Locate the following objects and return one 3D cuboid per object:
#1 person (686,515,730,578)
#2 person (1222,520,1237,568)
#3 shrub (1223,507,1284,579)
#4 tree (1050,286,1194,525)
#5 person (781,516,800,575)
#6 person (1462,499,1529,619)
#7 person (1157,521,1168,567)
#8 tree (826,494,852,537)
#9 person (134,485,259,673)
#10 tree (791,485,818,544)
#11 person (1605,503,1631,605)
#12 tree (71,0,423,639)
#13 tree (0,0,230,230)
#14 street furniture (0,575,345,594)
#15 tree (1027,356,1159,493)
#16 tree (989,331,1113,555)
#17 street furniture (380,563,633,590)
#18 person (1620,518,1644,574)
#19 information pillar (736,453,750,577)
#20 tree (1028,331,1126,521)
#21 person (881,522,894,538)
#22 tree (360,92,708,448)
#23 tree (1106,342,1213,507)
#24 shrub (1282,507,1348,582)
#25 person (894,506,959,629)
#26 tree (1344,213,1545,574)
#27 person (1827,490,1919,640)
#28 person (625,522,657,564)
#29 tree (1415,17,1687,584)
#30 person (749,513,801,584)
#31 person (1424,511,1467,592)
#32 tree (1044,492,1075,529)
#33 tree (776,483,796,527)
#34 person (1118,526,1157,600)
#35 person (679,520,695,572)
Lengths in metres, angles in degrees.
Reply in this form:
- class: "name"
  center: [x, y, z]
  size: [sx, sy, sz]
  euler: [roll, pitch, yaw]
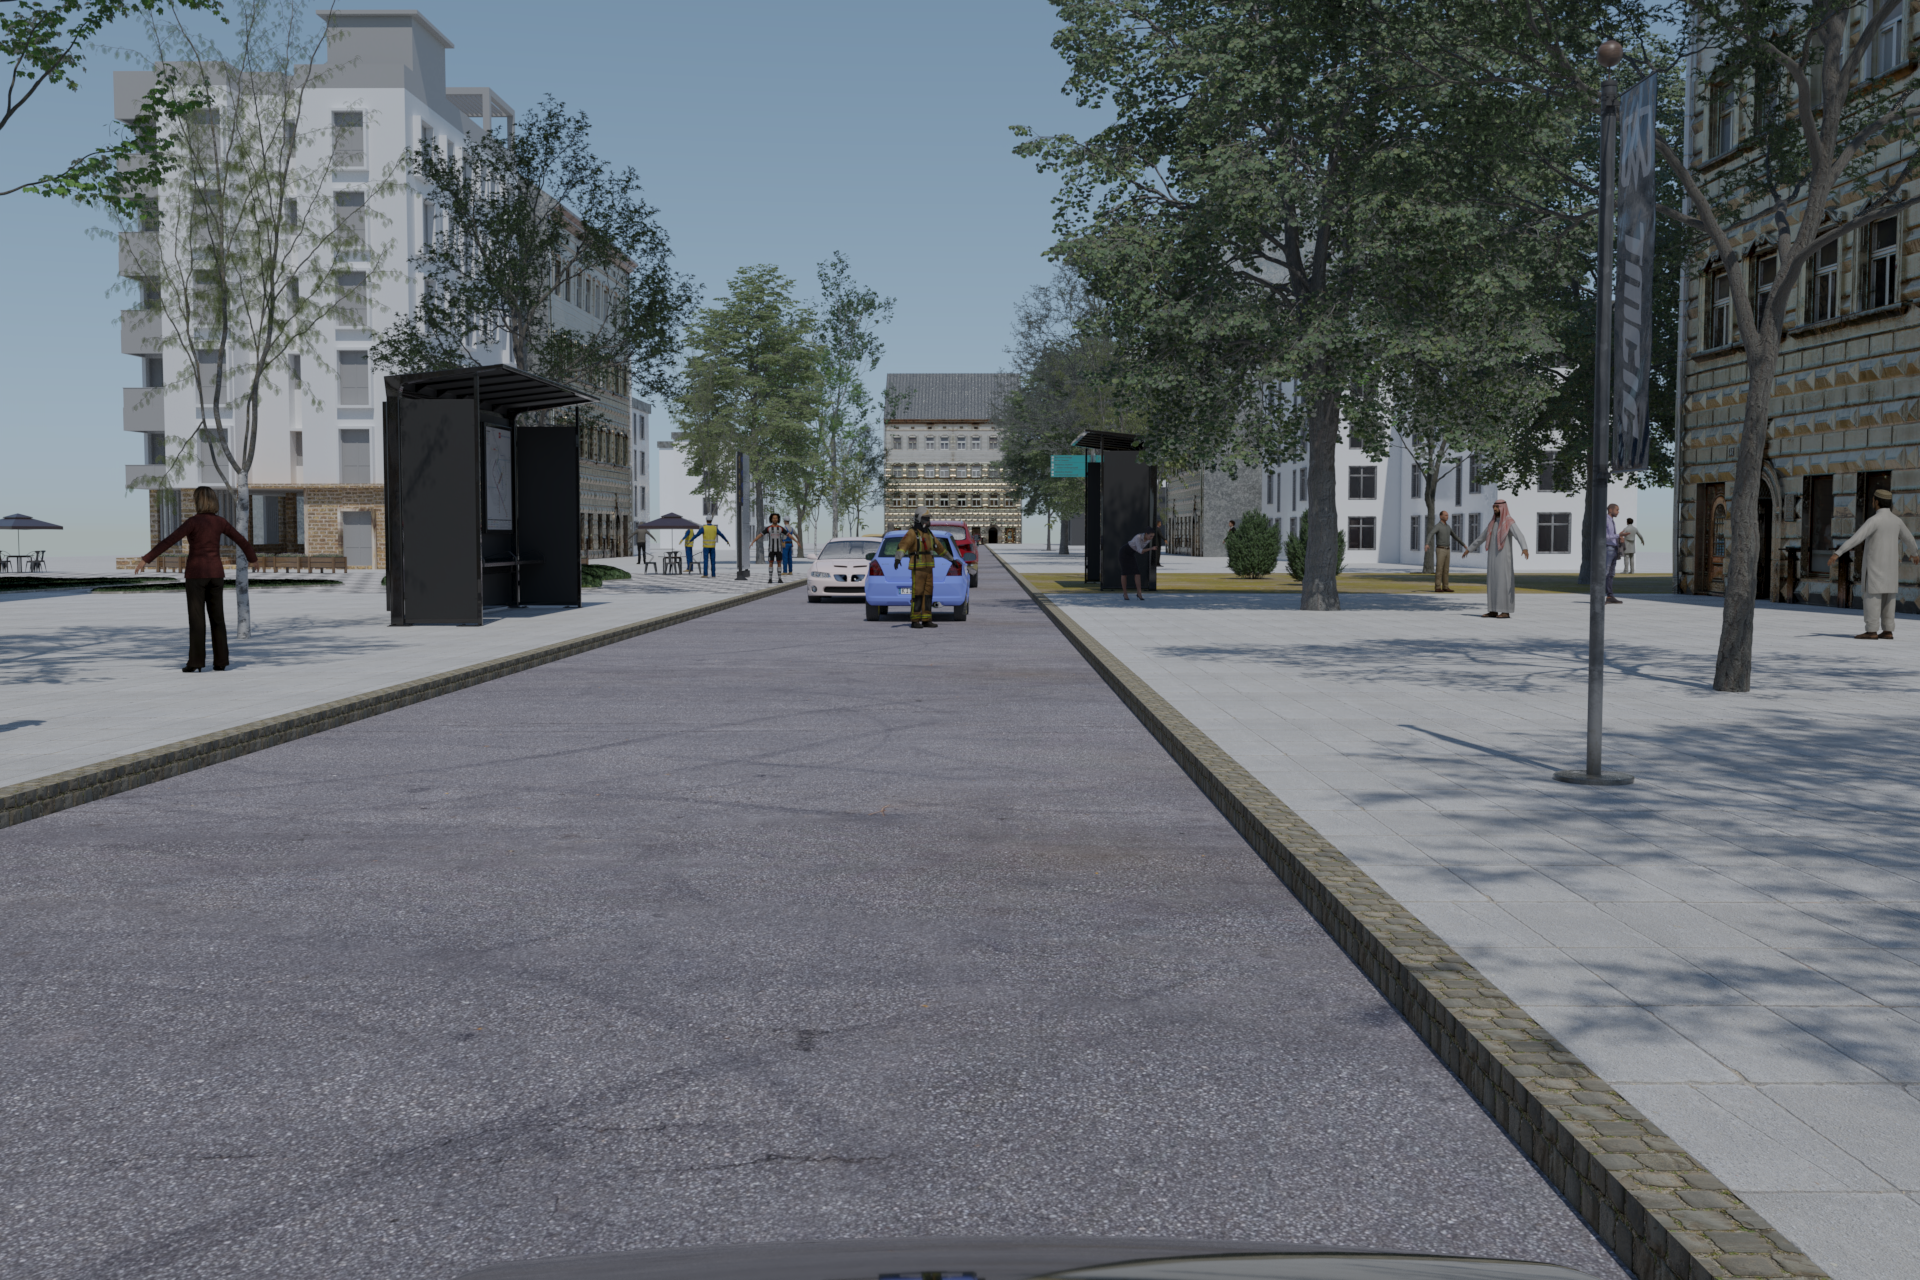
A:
- class: "person"
  center: [-7.359, -2.739, 50.752]
  size: [1.349, 1.833, 0.705]
  euler: [-2, 4, -25]
- class: "person"
  center: [10.312, -3.652, 65.889]
  size: [0.705, 1.806, 1.347]
  euler: [-1, 4, -11]
- class: "shrub"
  center: [8.335, -2.764, 49.229]
  size: [1.661, 2.075, 1.752]
  euler: [0, 3, 0]
- class: "tree"
  center: [4.378, -5.956, 47.736]
  size: [4.360, 8.622, 3.978]
  euler: [0, 3, 0]
- class: "person"
  center: [-5.394, -2.934, 53.833]
  size: [0.705, 1.847, 1.347]
  euler: [3, 5, 39]
- class: "person"
  center: [8.209, -1.239, 26.411]
  size: [0.704, 1.811, 1.347]
  euler: [-2, 4, -27]
- class: "person"
  center: [7.769, -3.766, 67.793]
  size: [0.704, 1.802, 1.346]
  euler: [-1, 4, -16]
- class: "tree"
  center: [-15.819, -17.071, 229.477]
  size: [4.737, 8.622, 4.395]
  euler: [0, 3, 0]
- class: "person"
  center: [-7.076, -0.571, 16.145]
  size: [0.721, 1.729, 1.215]
  euler: [3, 4, 36]
- class: "tree"
  center: [-20.853, -17.415, 235.102]
  size: [4.737, 8.622, 4.395]
  euler: [0, 3, 0]
- class: "person"
  center: [11.937, -1.566, 31.518]
  size: [0.599, 1.838, 0.709]
  euler: [3, 5, 40]
- class: "tree"
  center: [-8.799, -4.305, 20.748]
  size: [4.360, 8.622, 3.978]
  euler: [0, 3, 0]
- class: "tree"
  center: [-9.109, -5.390, 13.890]
  size: [9.928, 11.665, 9.643]
  euler: [0, 3, 0]
- class: "street furniture"
  center: [-30.043, -2.340, 43.290]
  size: [27.439, 1.986, 14.083]
  euler: [2, 4, 25]
- class: "tree"
  center: [6.750, -9.223, 85.215]
  size: [7.601, 10.594, 8.767]
  euler: [-2, 4, -32]
- class: "tree"
  center: [6.388, -12.273, 107.322]
  size: [9.857, 13.997, 8.962]
  euler: [0, 3, 0]
- class: "street furniture"
  center: [-11.359, -1.769, 44.548]
  size: [5.734, 0.657, 10.072]
  euler: [0, 4, -2]
- class: "person"
  center: [21.557, -3.037, 55.842]
  size: [1.347, 1.806, 0.705]
  euler: [-1, 4, -19]
- class: "information pillar"
  center: [-6.414, -3.663, 51.207]
  size: [0.184, 3.620, 1.656]
  euler: [0, 4, 1]
- class: "tree"
  center: [7.482, -10.852, 95.556]
  size: [7.486, 12.596, 7.792]
  euler: [0, 3, 0]
- class: "person"
  center: [-2.183, -2.844, 55.092]
  size: [1.348, 1.813, 0.705]
  euler: [3, 4, 39]
- class: "tree"
  center: [-8.650, -6.204, 35.854]
  size: [8.767, 10.594, 7.601]
  euler: [2, 4, 32]
- class: "tree"
  center: [6.785, -6.673, 59.467]
  size: [4.737, 8.622, 4.395]
  euler: [0, 3, 0]
- class: "shrub"
  center: [8.830, -2.370, 43.170]
  size: [1.690, 2.028, 1.600]
  euler: [0, 3, 0]
- class: "person"
  center: [-0.559, -1.110, 26.373]
  size: [0.705, 1.858, 1.354]
  euler: [3, 5, 43]
- class: "tree"
  center: [15.186, -7.933, 55.466]
  size: [9.928, 11.665, 9.643]
  euler: [0, 3, 0]
- class: "person"
  center: [11.181, -0.917, 21.085]
  size: [1.344, 1.819, 0.704]
  euler: [-1, 4, -17]
- class: "person"
  center: [-13.518, -4.119, 73.478]
  size: [1.348, 1.813, 0.705]
  euler: [-1, 4, -22]
- class: "tree"
  center: [16.294, -8.407, 44.105]
  size: [9.857, 13.997, 8.962]
  euler: [0, 3, 0]
- class: "person"
  center: [-4.795, -2.372, 44.928]
  size: [1.345, 1.843, 0.704]
  euler: [-1, 4, -10]
- class: "person"
  center: [10.644, -1.946, 38.090]
  size: [1.348, 1.796, 0.705]
  euler: [-2, 4, -32]
- class: "tree"
  center: [7.231, -10.300, 118.761]
  size: [4.737, 8.622, 4.395]
  euler: [0, 3, 0]
- class: "tree"
  center: [-22.604, -17.084, 229.679]
  size: [4.360, 8.622, 3.978]
  euler: [0, 3, 0]
- class: "person"
  center: [3.448, -1.482, 33.469]
  size: [0.799, 1.438, 0.628]
  euler: [1, 4, 13]
- class: "person"
  center: [-9.271, -3.201, 58.806]
  size: [0.721, 1.772, 1.216]
  euler: [1, 4, 12]
